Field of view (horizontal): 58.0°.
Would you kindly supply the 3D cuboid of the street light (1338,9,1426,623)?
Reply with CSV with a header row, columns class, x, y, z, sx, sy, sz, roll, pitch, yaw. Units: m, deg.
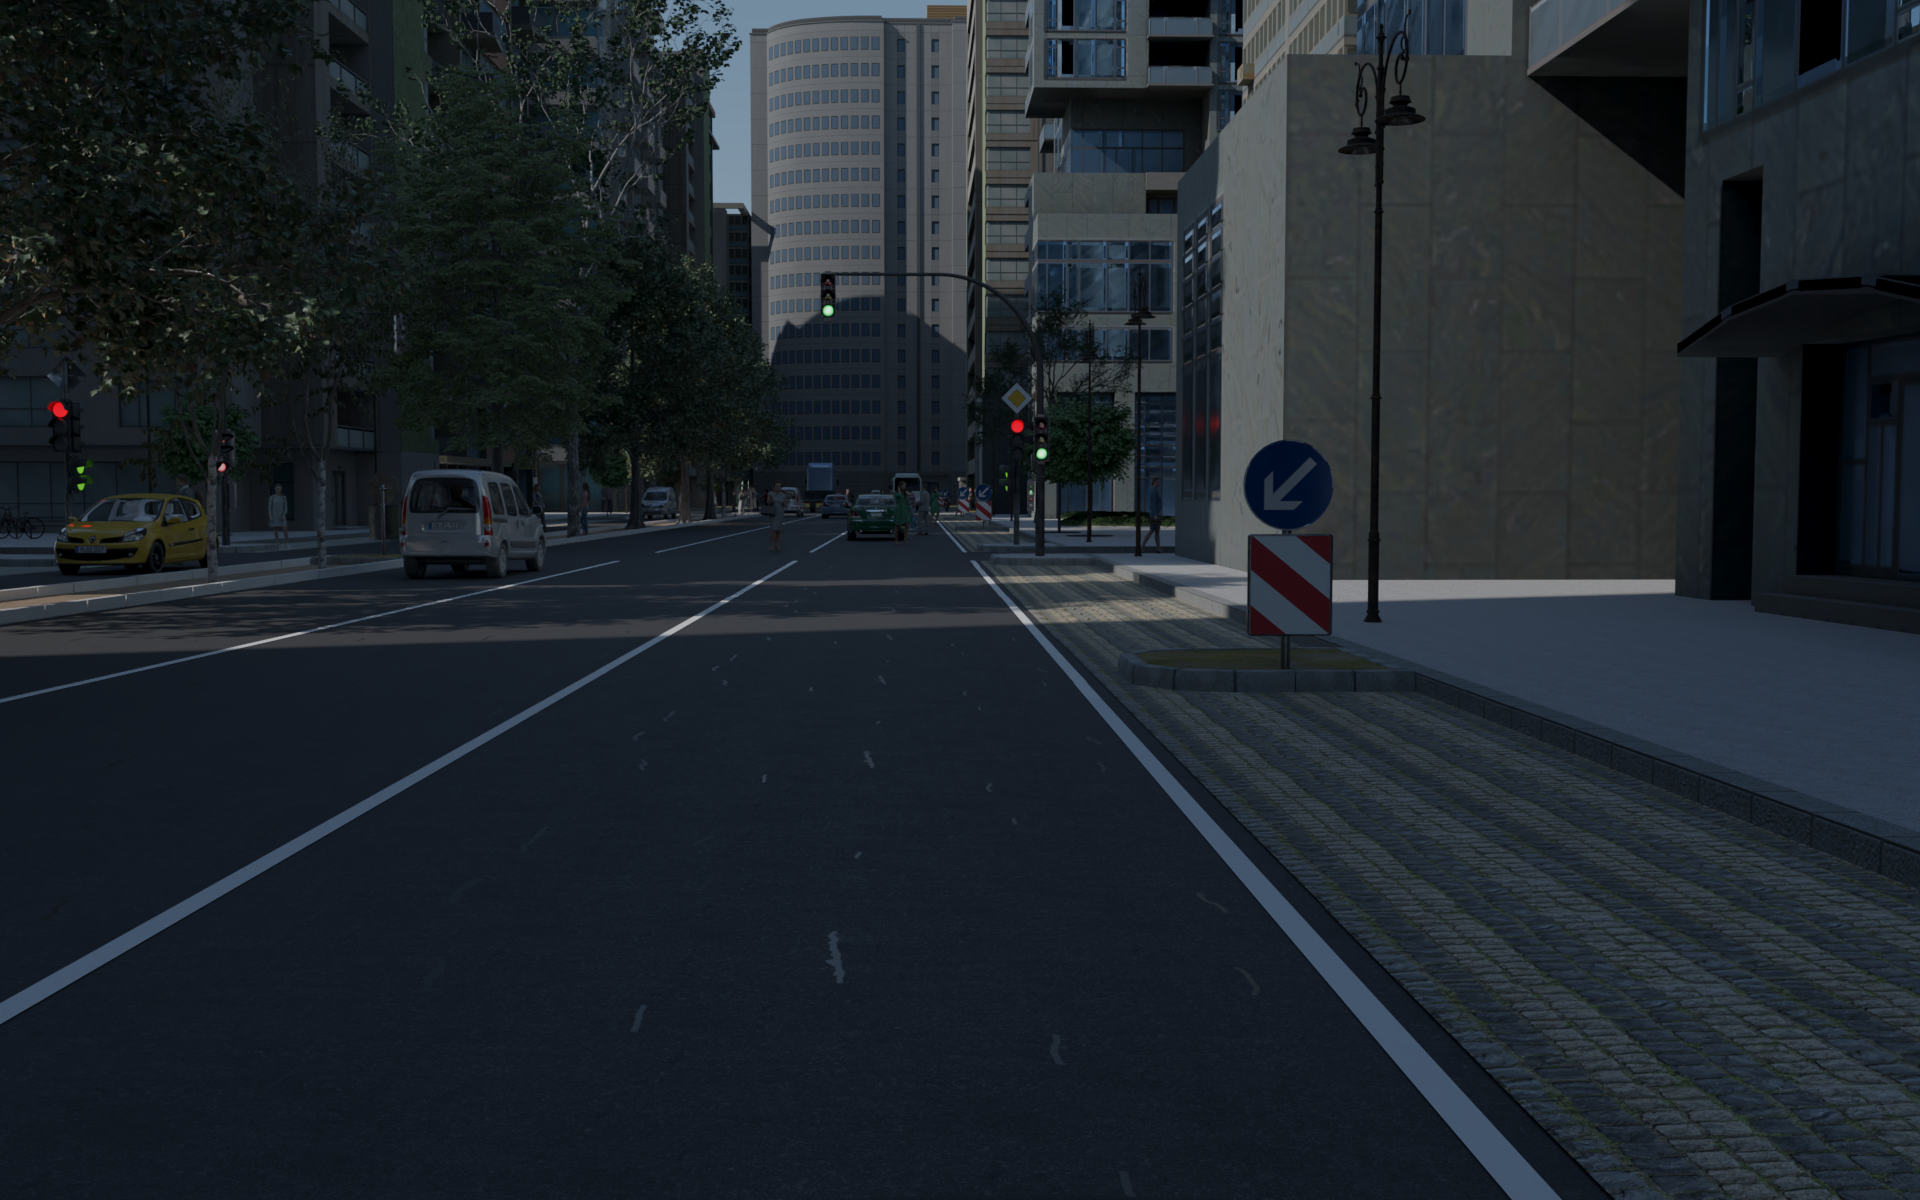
class,x,y,z,sx,sy,sz,roll,pitch,yaw
street light,4.141,-2.716,17.194,0.468,5.910,1.993,0,4,-2

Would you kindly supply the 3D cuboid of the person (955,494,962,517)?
class,x,y,z,sx,sy,sz,roll,pitch,yaw
person,0.028,-5.794,103.586,0.623,1.781,0.721,3,4,36

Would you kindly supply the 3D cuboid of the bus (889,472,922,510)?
class,x,y,z,sx,sy,sz,roll,pitch,yaw
bus,-5.055,-10.128,160.458,2.948,3.499,13.247,0,4,-3

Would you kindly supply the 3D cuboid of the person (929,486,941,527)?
class,x,y,z,sx,sy,sz,roll,pitch,yaw
person,-1.136,-4.137,76.388,0.529,1.795,0.600,-1,4,-16

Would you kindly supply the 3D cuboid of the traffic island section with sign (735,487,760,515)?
class,x,y,z,sx,sy,sz,roll,pitch,yaw
traffic island section with sign,-14.307,-6.736,118.267,2.006,1.907,1.989,0,4,-2

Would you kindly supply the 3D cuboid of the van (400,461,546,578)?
class,x,y,z,sx,sy,sz,roll,pitch,yaw
van,-8.592,-1.457,30.836,2.013,2.044,4.112,0,3,0

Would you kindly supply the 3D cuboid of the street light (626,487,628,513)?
class,x,y,z,sx,sy,sz,roll,pitch,yaw
street light,-22.392,-8.774,116.238,0.468,5.910,1.993,0,4,-2

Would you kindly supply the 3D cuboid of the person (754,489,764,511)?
class,x,y,z,sx,sy,sz,roll,pitch,yaw
person,-17.231,-8.437,146.426,1.348,1.826,0.705,-1,4,-22

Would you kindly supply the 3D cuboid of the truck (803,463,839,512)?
class,x,y,z,sx,sy,sz,roll,pitch,yaw
truck,-11.793,-9.414,143.675,2.967,4.110,18.799,0,4,-2

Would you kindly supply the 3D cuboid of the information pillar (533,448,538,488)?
class,x,y,z,sx,sy,sz,roll,pitch,yaw
information pillar,-20.926,-5.752,85.398,0.183,3.616,0.504,0,4,0

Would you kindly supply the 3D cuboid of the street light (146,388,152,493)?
class,x,y,z,sx,sy,sz,roll,pitch,yaw
street light,-20.420,-4.331,43.593,0.468,5.910,1.993,0,4,-2

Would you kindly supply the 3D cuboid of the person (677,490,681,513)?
class,x,y,z,sx,sy,sz,roll,pitch,yaw
person,-21.257,-7.511,131.966,0.621,1.740,0.551,1,4,9

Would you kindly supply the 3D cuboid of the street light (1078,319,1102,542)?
class,x,y,z,sx,sy,sz,roll,pitch,yaw
street light,3.436,-4.475,45.956,0.468,5.910,1.993,0,4,-2

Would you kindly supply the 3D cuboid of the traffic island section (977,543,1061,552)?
class,x,y,z,sx,sy,sz,roll,pitch,yaw
traffic island section,1.453,-1.320,43.864,2.009,0.180,2.903,0,4,-2

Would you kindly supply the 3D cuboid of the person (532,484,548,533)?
class,x,y,z,sx,sy,sz,roll,pitch,yaw
person,-14.295,-3.083,59.187,0.573,1.790,0.520,0,4,1

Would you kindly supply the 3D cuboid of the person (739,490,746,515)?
class,x,y,z,sx,sy,sz,roll,pitch,yaw
person,-14.711,-6.590,116.790,0.519,1.759,0.362,-2,4,-24

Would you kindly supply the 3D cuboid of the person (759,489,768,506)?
class,x,y,z,sx,sy,sz,roll,pitch,yaw
person,-15.185,-7.789,135.808,0.705,1.831,1.348,3,5,40

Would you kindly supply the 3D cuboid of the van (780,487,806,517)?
class,x,y,z,sx,sy,sz,roll,pitch,yaw
van,-10.783,-6.259,109.339,2.013,2.044,4.112,0,4,-1

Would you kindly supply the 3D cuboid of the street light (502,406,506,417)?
class,x,y,z,sx,sy,sz,roll,pitch,yaw
street light,-21.361,-6.582,80.399,0.468,5.910,1.993,0,4,-2

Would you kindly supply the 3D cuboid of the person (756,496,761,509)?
class,x,y,z,sx,sy,sz,roll,pitch,yaw
person,-19.865,-9.736,168.408,1.217,1.735,0.721,-2,4,-29

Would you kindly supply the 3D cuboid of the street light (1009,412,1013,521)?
class,x,y,z,sx,sy,sz,roll,pitch,yaw
street light,2.466,-6.717,82.616,0.468,5.910,1.993,0,4,-2

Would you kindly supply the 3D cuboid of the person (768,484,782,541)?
class,x,y,z,sx,sy,sz,roll,pitch,yaw
person,-5.630,-2.682,52.622,0.520,1.790,0.573,1,4,10

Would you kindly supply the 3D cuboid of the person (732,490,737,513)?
class,x,y,z,sx,sy,sz,roll,pitch,yaw
person,-16.215,-7.064,124.799,0.445,1.727,0.742,-2,4,-24

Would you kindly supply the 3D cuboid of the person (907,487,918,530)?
class,x,y,z,sx,sy,sz,roll,pitch,yaw
person,-1.888,-3.610,68.361,0.643,1.720,0.563,-1,4,-21

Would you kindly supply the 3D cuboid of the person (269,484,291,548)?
class,x,y,z,sx,sy,sz,roll,pitch,yaw
person,-18.092,-2.232,46.003,0.512,1.701,0.522,-2,4,-27

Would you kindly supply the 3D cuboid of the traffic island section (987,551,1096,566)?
class,x,y,z,sx,sy,sz,roll,pitch,yaw
traffic island section,1.668,-0.832,35.882,2.009,0.180,2.903,0,4,-2

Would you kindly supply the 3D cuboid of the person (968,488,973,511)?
class,x,y,z,sx,sy,sz,roll,pitch,yaw
person,0.875,-7.581,130.520,0.617,1.759,0.750,-2,4,-35

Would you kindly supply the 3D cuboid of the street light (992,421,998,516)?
class,x,y,z,sx,sy,sz,roll,pitch,yaw
street light,1.952,-7.816,100.585,0.468,5.910,1.993,0,4,-2

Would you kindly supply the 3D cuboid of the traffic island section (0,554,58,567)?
class,x,y,z,sx,sy,sz,roll,pitch,yaw
traffic island section,-18.166,-0.800,35.354,2.009,0.180,2.903,0,4,-2

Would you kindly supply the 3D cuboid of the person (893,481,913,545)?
class,x,y,z,sx,sy,sz,roll,pitch,yaw
person,-1.644,-2.469,49.123,0.600,1.795,0.529,-3,5,-41

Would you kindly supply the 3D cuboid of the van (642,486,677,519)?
class,x,y,z,sx,sy,sz,roll,pitch,yaw
van,-17.338,-5.650,99.388,2.013,2.044,4.112,0,4,0

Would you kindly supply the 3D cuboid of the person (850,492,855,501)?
class,x,y,z,sx,sy,sz,roll,pitch,yaw
person,-10.514,-9.721,168.908,0.415,1.643,0.593,3,5,40

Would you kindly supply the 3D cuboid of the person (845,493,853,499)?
class,x,y,z,sx,sy,sz,roll,pitch,yaw
person,-10.565,-9.411,162.506,1.348,1.807,0.705,2,4,29

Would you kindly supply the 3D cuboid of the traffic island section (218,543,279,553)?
class,x,y,z,sx,sy,sz,roll,pitch,yaw
traffic island section,-18.381,-1.288,43.337,2.009,0.180,2.903,0,4,-2

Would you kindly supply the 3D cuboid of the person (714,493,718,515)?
class,x,y,z,sx,sy,sz,roll,pitch,yaw
person,-16.649,-6.517,117.650,0.523,1.515,0.503,1,4,15

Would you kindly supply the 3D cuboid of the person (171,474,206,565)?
class,x,y,z,sx,sy,sz,roll,pitch,yaw
person,-15.620,-1.624,35.024,0.822,1.834,0.622,-2,4,-24

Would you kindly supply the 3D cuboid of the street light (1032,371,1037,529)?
class,x,y,z,sx,sy,sz,roll,pitch,yaw
street light,2.839,-5.571,63.873,0.468,5.910,1.993,0,4,-2

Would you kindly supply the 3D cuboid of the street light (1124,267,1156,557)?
class,x,y,z,sx,sy,sz,roll,pitch,yaw
street light,3.666,-3.833,35.457,0.468,5.910,1.993,0,4,-2

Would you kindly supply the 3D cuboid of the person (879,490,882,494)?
class,x,y,z,sx,sy,sz,roll,pitch,yaw
person,-5.653,-7.082,125.012,1.217,1.735,0.721,2,4,24

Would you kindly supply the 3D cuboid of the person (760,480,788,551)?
class,x,y,z,sx,sy,sz,roll,pitch,yaw
person,-4.654,-2.117,43.470,0.716,1.782,0.532,-2,4,-25

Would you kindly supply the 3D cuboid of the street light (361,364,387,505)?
class,x,y,z,sx,sy,sz,roll,pitch,yaw
street light,-20.851,-5.442,61.771,0.468,5.910,1.993,0,4,-2

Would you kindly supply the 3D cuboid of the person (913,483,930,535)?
class,x,y,z,sx,sy,sz,roll,pitch,yaw
person,-1.324,-3.163,60.414,0.583,1.804,0.606,1,4,22

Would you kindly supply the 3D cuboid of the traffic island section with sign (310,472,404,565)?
class,x,y,z,sx,sy,sz,roll,pitch,yaw
traffic island section with sign,-12.085,-1.689,35.751,2.006,1.907,1.989,0,4,-2

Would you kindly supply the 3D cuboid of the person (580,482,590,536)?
class,x,y,z,sx,sy,sz,roll,pitch,yaw
person,-12.568,-3.027,58.003,0.388,1.821,0.555,0,4,-8

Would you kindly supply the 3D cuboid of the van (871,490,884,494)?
class,x,y,z,sx,sy,sz,roll,pitch,yaw
van,-9.110,-11.224,190.519,2.013,2.044,4.112,0,4,-3

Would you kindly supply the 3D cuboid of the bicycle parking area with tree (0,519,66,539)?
class,x,y,z,sx,sy,sz,roll,pitch,yaw
bicycle parking area with tree,-29.766,-3.720,47.828,9.016,4.147,8.231,1,4,21

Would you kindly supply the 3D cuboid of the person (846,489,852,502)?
class,x,y,z,sx,sy,sz,roll,pitch,yaw
person,-7.782,-6.858,121.178,0.434,1.755,0.990,1,4,12

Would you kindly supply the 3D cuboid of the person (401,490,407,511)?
class,x,y,z,sx,sy,sz,roll,pitch,yaw
person,-16.201,-2.610,51.273,0.679,1.850,0.850,-2,4,-35

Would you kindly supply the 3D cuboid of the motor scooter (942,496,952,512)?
class,x,y,z,sx,sy,sz,roll,pitch,yaw
motor scooter,-1.058,-7.785,140.059,0.815,1.314,1.986,0,4,0

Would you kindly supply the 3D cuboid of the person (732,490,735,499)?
class,x,y,z,sx,sy,sz,roll,pitch,yaw
person,-25.620,-11.544,195.509,0.721,1.735,1.217,0,4,-6

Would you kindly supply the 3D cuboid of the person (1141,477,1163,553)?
class,x,y,z,sx,sy,sz,roll,pitch,yaw
person,4.529,-1.963,40.618,0.654,1.822,0.581,2,4,24
